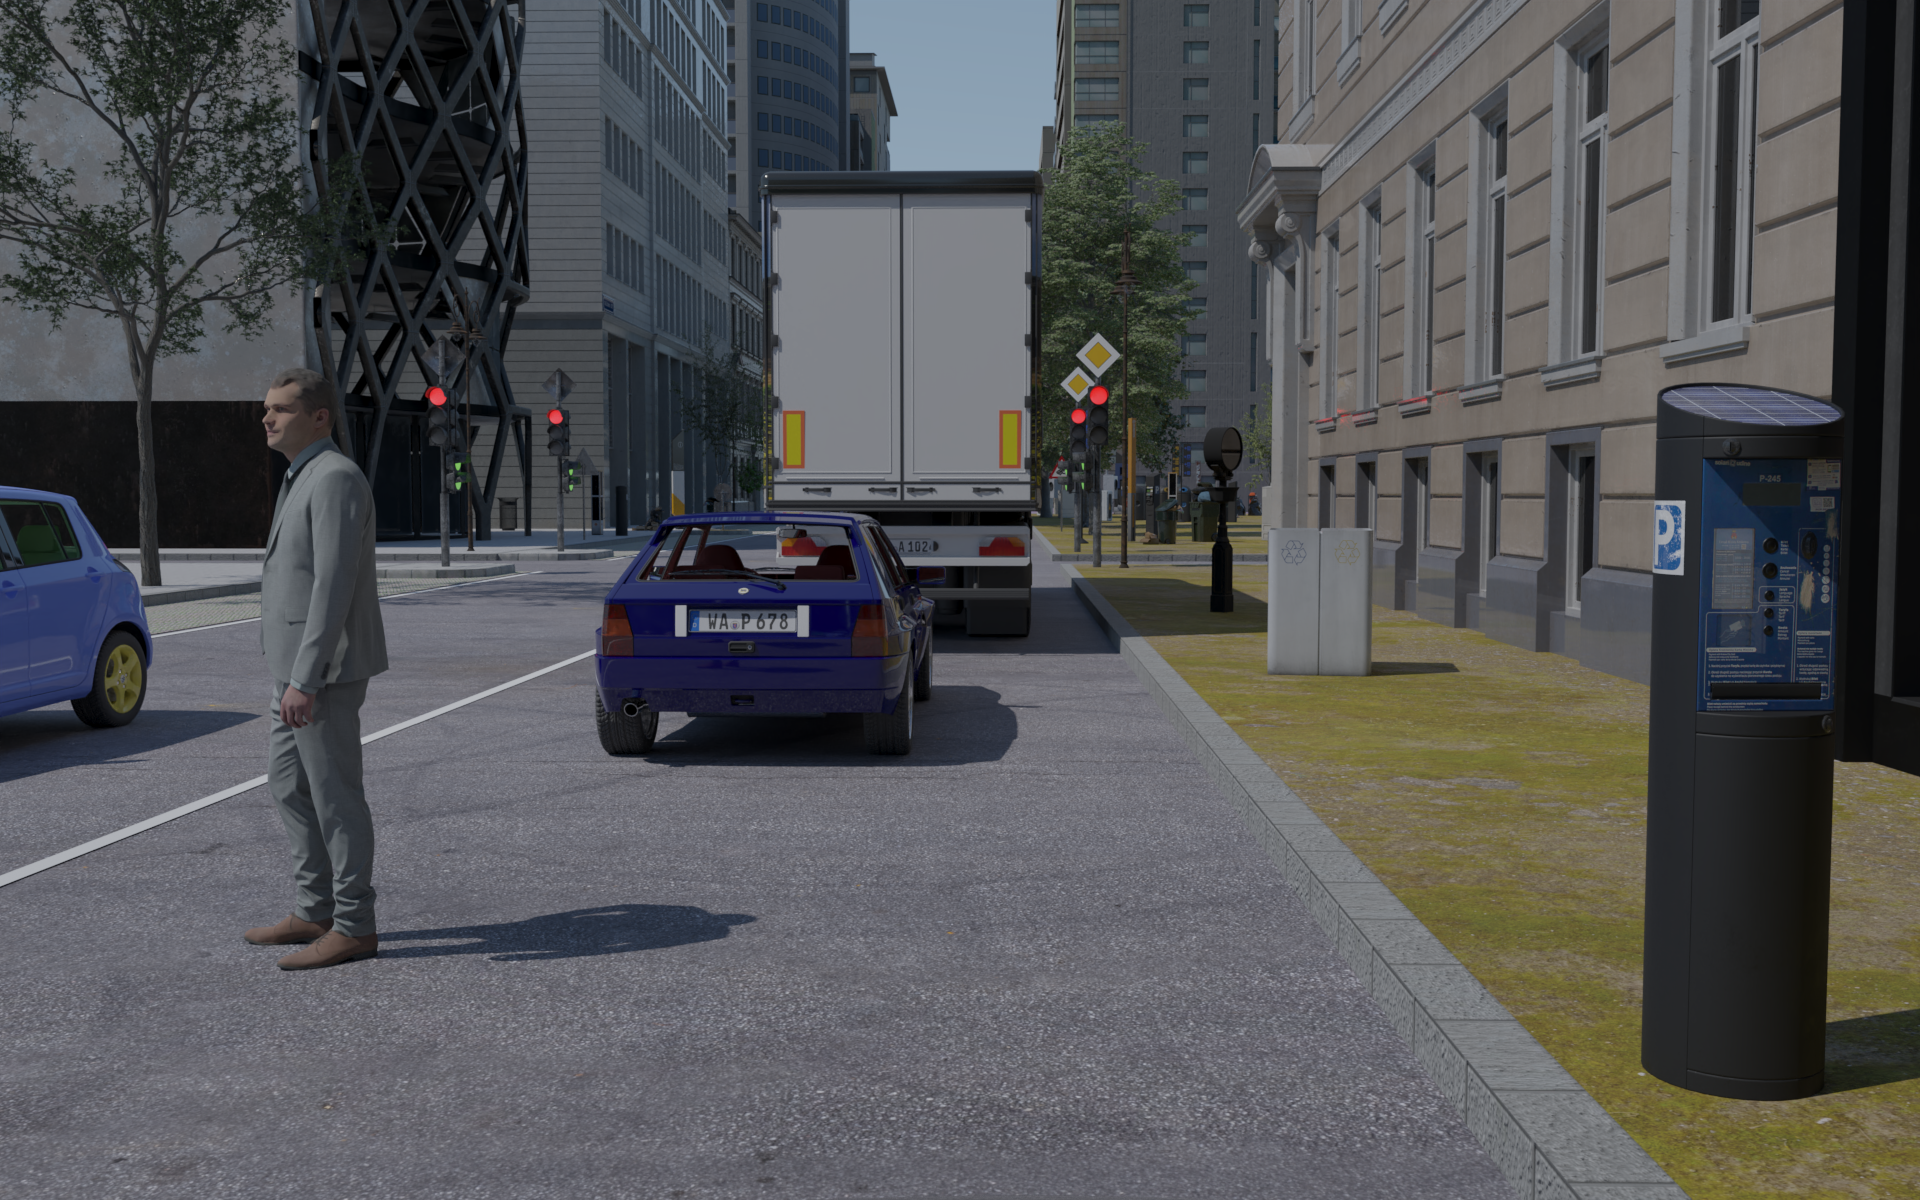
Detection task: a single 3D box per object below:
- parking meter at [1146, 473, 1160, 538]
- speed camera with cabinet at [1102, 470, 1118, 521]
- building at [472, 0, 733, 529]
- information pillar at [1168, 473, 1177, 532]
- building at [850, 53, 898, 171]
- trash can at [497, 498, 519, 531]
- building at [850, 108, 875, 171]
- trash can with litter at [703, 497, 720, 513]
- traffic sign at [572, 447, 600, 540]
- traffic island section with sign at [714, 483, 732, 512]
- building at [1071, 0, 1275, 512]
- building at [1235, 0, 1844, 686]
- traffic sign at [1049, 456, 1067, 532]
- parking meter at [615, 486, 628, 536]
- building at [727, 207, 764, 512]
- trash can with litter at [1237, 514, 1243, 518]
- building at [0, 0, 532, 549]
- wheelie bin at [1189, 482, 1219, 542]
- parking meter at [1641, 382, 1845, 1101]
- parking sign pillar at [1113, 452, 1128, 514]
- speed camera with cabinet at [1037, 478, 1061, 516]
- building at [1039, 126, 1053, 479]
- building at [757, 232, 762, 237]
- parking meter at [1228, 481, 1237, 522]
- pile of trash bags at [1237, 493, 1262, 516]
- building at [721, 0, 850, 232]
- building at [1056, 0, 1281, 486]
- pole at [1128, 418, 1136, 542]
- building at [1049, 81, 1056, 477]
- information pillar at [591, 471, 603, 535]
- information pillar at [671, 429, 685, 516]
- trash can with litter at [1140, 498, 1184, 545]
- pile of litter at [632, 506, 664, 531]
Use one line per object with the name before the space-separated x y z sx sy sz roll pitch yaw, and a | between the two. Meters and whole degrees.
parking meter | 5.304 -2.565 47.651 0.255 1.863 0.399 3 4 37
speed camera with cabinet | 6.993 -5.381 82.311 0.660 3.252 2.038 1 4 19
building | -18.088 -18.359 77.668 11.434 29.767 29.804 0 4 1
information pillar | 7.282 -3.356 59.355 0.304 2.012 0.304 0 4 6
building | -22.582 -38.121 212.523 28.713 52.752 27.495 0 4 1
trash can | -15.830 -2.999 60.693 0.748 1.137 0.748 0 3 0
building | -16.200 -30.283 178.718 14.154 41.232 14.086 0 4 1
trash can with litter | -10.087 -3.676 71.486 0.624 1.170 1.055 1 4 22
traffic sign | -10.497 -2.956 48.331 0.884 2.594 0.081 0 4 2
traffic island section with sign | -8.376 -3.208 61.072 1.989 1.847 2.006 0 4 1
building | 15.143 -27.170 127.823 14.154 41.232 14.086 0 4 1
building | 10.988 -14.166 17.520 13.634 28.700 20.117 0 4 1
traffic sign | 3.461 -3.606 58.955 0.884 2.594 0.081 1 4 9
parking meter | -10.387 -2.735 53.129 0.372 1.533 0.369 0 3 0
building | -16.832 -14.565 102.763 10.561 19.102 19.286 0 4 1
trash can with litter | 14.195 -5.044 93.521 2.233 1.210 1.678 0 4 4
building | -21.065 -11.071 48.455 16.820 18.784 16.811 0 4 1
wheelie bin | 6.560 -2.355 46.415 0.693 1.594 0.980 -2 4 -26
parking meter | 1.709 0.282 3.793 0.372 1.533 0.369 0 3 0
parking sign pillar | 10.421 -7.396 109.392 1.447 3.967 1.447 2 4 24
speed camera with cabinet | 5.241 -6.558 101.556 0.660 3.252 2.038 -2 4 -26
building | 20.728 -36.319 217.509 21.300 48.544 21.600 0 4 1
building | -24.828 -17.381 129.220 27.650 21.520 28.899 0 4 1
parking meter | 12.322 -4.442 78.341 0.399 1.863 0.255 2 4 27
pile of trash bags | 17.169 -5.710 103.118 1.912 1.369 3.447 1 4 19
building | -21.663 -37.628 157.209 21.231 58.520 28.212 0 4 1
building | 19.006 -31.903 145.320 21.300 48.544 21.600 0 4 1
pole | 4.632 -3.230 46.654 0.158 3.312 0.155 0 3 0
building | 20.558 -33.740 171.253 23.786 49.044 30.456 0 4 1
information pillar | -11.360 -3.041 54.210 0.304 2.012 0.304 0 4 6
information pillar | -10.191 -4.362 62.670 0.504 3.616 0.183 -3 5 -40
trash can with litter | 5.132 -2.001 44.097 1.055 1.170 0.624 -2 4 -35
pile of litter | -10.813 -2.858 60.689 1.176 0.858 1.719 -2 4 -33
